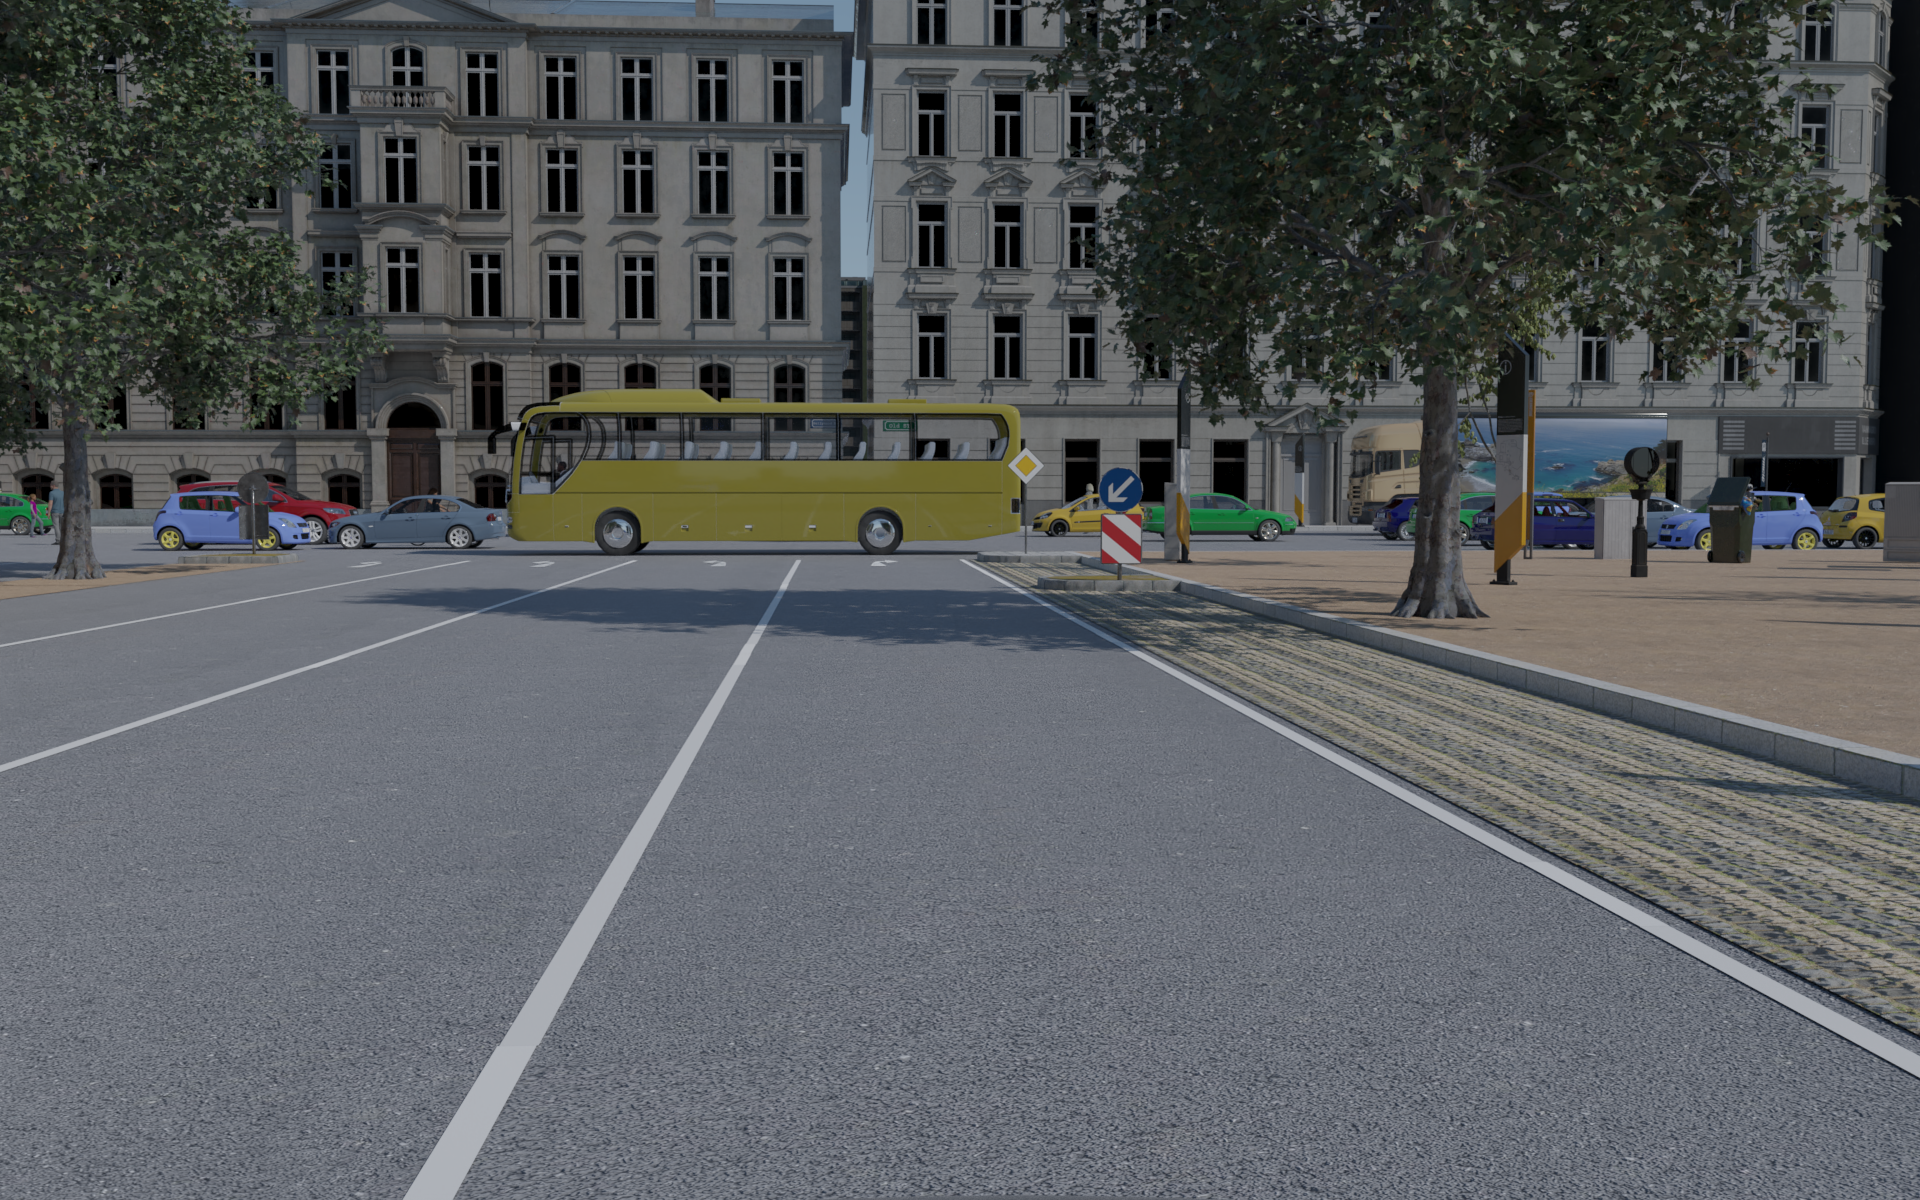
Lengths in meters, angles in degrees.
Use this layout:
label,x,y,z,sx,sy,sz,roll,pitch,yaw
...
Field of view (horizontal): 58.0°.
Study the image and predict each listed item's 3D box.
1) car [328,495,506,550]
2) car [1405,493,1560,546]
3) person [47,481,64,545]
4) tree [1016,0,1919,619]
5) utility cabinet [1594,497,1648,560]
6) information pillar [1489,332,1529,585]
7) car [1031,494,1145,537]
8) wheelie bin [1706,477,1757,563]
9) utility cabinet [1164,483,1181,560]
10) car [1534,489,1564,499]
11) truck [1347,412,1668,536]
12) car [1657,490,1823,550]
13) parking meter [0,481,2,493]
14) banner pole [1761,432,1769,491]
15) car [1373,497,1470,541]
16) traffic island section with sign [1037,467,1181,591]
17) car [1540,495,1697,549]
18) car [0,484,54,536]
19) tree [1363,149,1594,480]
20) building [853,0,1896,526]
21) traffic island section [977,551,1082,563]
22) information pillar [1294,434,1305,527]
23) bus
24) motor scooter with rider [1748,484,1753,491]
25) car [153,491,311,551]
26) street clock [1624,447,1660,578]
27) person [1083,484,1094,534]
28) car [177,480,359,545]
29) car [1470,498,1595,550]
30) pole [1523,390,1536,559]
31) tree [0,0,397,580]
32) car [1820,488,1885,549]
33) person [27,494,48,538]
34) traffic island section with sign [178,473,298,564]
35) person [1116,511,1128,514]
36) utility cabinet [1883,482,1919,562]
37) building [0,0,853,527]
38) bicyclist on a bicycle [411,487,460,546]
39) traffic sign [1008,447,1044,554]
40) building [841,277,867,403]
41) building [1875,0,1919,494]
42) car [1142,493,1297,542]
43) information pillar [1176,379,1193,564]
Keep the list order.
label,x,y,z,sx,sy,sz,roll,pitch,yaw
car,-14.293,-2.056,45.611,4.499,1.417,2.014,0,4,-4
car,14.863,-2.412,48.235,4.718,1.807,1.959,0,4,-5
person,-25.443,-2.457,48.801,0.434,1.807,0.598,2,4,33
tree,5.013,-6.178,18.023,9.611,12.733,9.660,0,3,0
utility cabinet,13.040,-1.408,34.178,1.020,1.237,0.306,-1,4,-17
information pillar,7.734,-2.017,24.325,0.183,3.616,0.504,-2,4,-34
car,4.402,-2.954,58.520,3.980,1.641,2.015,0,4,-6
wheelie bin,14.392,-1.494,32.332,0.693,1.594,0.980,-3,4,-37
utility cabinet,4.190,-1.533,33.747,0.318,1.500,1.173,1,4,11
car,17.915,-2.755,54.634,1.945,1.707,3.694,0,4,-5
truck,18.644,-4.371,60.376,11.283,4.237,2.839,0,4,-4
car,18.981,-1.997,42.248,3.694,1.707,1.945,0,4,-3
parking meter,-36.399,-3.651,65.406,0.399,1.863,0.255,1,4,21
banner pole,32.638,-4.908,70.260,0.401,3.779,0.863,3,5,44
car,14.915,-2.521,53.803,3.894,1.354,1.945,0,4,-4
traffic island section with sign,2.214,-1.083,26.342,1.989,1.847,2.006,0,4,-4
car,17.369,-2.074,45.906,4.499,1.417,2.014,0,4,-4
car,-33.849,-3.162,60.498,4.718,1.807,1.959,0,4,-5
tree,9.174,-4.847,29.614,4.737,8.622,4.395,0,3,0
building,17.408,-18.409,77.409,44.131,29.872,17.030,0,4,-4
traffic island section,1.434,-0.912,37.195,2.009,0.180,2.903,0,4,-4
information pillar,13.307,-4.679,67.857,0.183,3.616,0.504,-2,4,-28
bus,-4.757,-3.044,41.322,12.252,3.916,2.896,0,4,-4
motor scooter with rider,24.425,-2.695,53.028,1.986,1.779,0.876,0,4,-5
car,-18.581,-2.122,44.293,3.694,1.707,1.945,0,4,-3
street clock,10.471,-1.350,26.648,0.471,2.002,0.358,0,4,-7
person,4.554,-3.266,62.088,0.526,1.800,0.537,2,4,31
car,-19.926,-2.499,49.539,5.304,1.827,2.281,0,4,-3
car,14.941,-1.892,43.516,3.894,1.354,1.945,0,4,-5
pole,11.177,-2.455,33.975,0.158,3.312,0.155,0,3,0
tree,-14.897,-6.697,28.966,9.611,12.733,9.660,0,3,0
car,24.781,-2.165,45.626,3.980,1.641,2.015,0,4,-3
person,-30.392,-2.778,57.155,0.776,1.435,0.726,-1,4,-19
traffic island section with sign,-15.005,-1.721,36.275,2.006,1.907,1.989,0,4,-4
person,5.254,-2.769,56.241,0.387,1.526,0.523,1,4,23
utility cabinet,17.836,-1.436,32.152,1.173,1.500,0.318,3,5,43
building,-21.927,-15.548,73.289,34.723,24.649,14.460,0,4,-4
bicyclist on a bicycle,-14.480,-2.312,47.825,1.625,1.676,1.499,0,4,-3
traffic sign,1.411,-2.047,37.116,0.795,2.450,0.064,0,4,-4
building,-15.324,-28.238,233.396,14.107,30.474,14.160,0,4,-4
building,48.015,-15.159,77.525,15.834,23.373,12.332,0,4,-4
car,7.863,-2.685,52.692,4.718,1.807,1.959,0,4,-3
information pillar,4.129,-2.483,31.952,0.183,3.616,0.504,2,4,29
